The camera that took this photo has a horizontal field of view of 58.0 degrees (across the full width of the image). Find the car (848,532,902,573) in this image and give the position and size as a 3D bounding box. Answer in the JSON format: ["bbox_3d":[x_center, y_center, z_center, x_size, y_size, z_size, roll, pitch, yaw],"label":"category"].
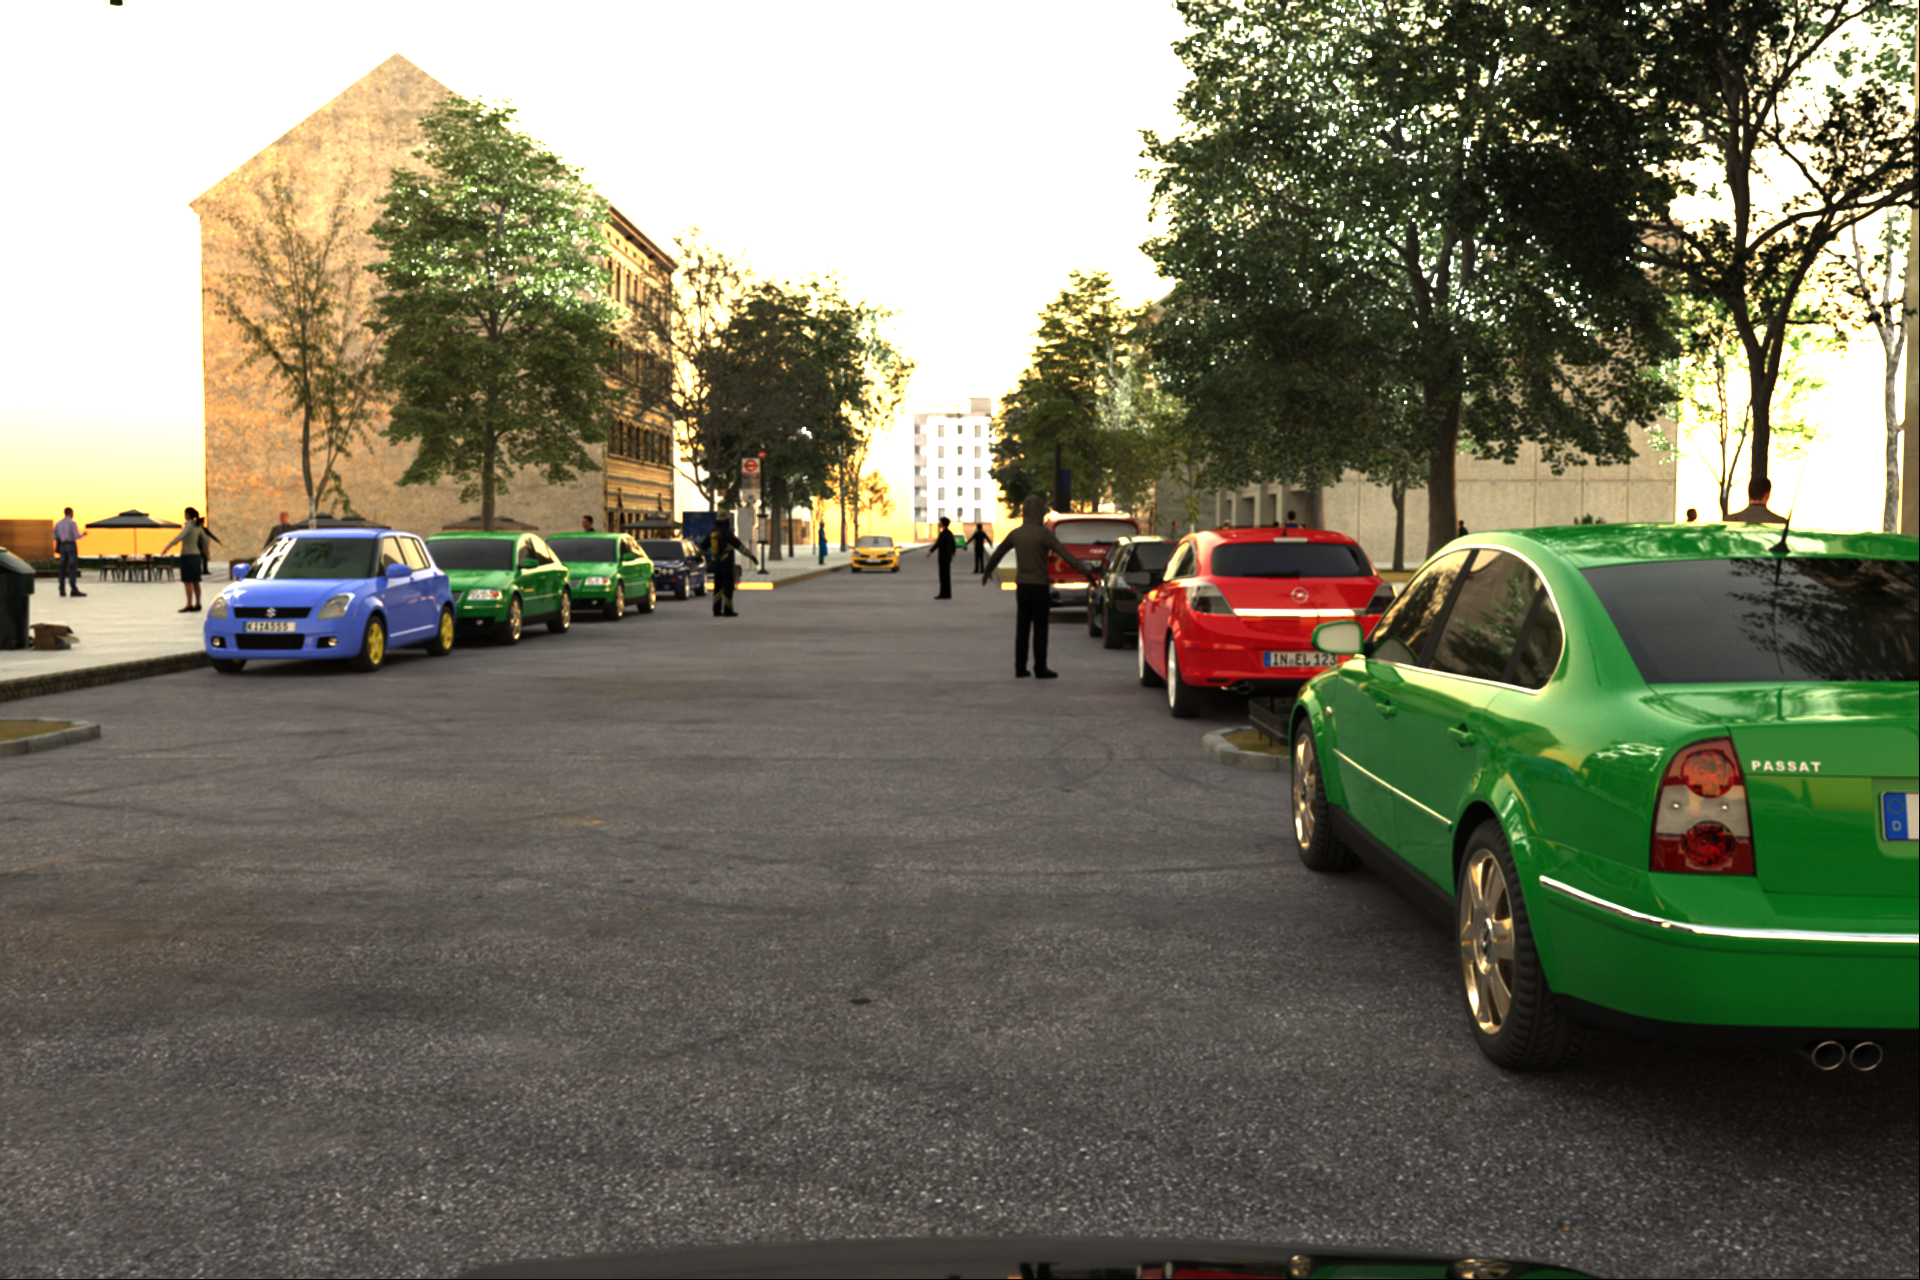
[{"bbox_3d":[-3.179,-3.377,65.432,2.015,1.641,3.980,0,3,0],"label":"car"}]

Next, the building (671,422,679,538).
[{"bbox_3d":[-23.340,-10.664,116.508,9.099,9.664,28.070,0,4,1],"label":"building"}]

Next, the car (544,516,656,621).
[{"bbox_3d":[-6.474,-1.299,30.036,1.959,1.807,4.718,0,4,1],"label":"car"}]

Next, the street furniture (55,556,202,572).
[{"bbox_3d":[-32.229,-2.784,61.150,10.072,0.657,5.734,-2,4,-24],"label":"street furniture"}]

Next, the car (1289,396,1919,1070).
[{"bbox_3d":[2.317,0.172,5.992,1.959,1.807,4.718,0,4,1],"label":"car"}]

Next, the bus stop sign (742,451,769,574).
[{"bbox_3d":[-6.571,-4.098,55.701,0.855,3.939,0.416,0,4,2],"label":"bus stop sign"}]

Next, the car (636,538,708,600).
[{"bbox_3d":[-6.738,-1.600,38.737,1.945,1.354,3.894,0,4,1],"label":"car"}]

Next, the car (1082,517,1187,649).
[{"bbox_3d":[2.645,-0.807,22.985,2.009,1.686,4.222,0,4,0],"label":"car"}]

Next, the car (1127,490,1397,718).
[{"bbox_3d":[2.558,-0.363,14.975,2.155,1.783,4.494,0,4,1],"label":"car"}]

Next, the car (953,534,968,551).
[{"bbox_3d":[-0.272,-8.751,151.877,1.959,1.807,4.718,0,4,-1],"label":"car"}]

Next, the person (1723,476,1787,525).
[{"bbox_3d":[6.626,-0.475,14.334,0.617,1.759,0.750,3,5,43],"label":"person"}]

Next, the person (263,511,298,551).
[{"bbox_3d":[-14.091,-1.808,36.151,0.990,1.755,0.434,0,4,6],"label":"person"}]

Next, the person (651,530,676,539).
[{"bbox_3d":[-12.919,-4.284,75.815,1.354,1.858,0.705,-1,4,-12],"label":"person"}]

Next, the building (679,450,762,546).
[{"bbox_3d":[-25.776,-14.999,187.376,9.099,9.664,28.070,0,4,1],"label":"building"}]

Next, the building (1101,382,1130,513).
[{"bbox_3d":[25.477,-21.908,189.131,19.493,23.208,18.063,0,4,0],"label":"building"}]

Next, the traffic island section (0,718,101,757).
[{"bbox_3d":[-7.051,0.681,11.724,1.991,0.108,1.994,0,4,1],"label":"traffic island section"}]

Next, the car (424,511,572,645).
[{"bbox_3d":[-6.591,-0.913,23.724,1.959,1.807,4.718,0,4,0],"label":"car"}]

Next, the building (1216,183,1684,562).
[{"bbox_3d":[24.580,-13.951,94.562,16.747,18.905,31.486,0,4,1],"label":"building"}]

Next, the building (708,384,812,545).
[{"bbox_3d":[-23.820,-21.414,206.544,16.016,20.090,11.380,0,4,0],"label":"building"}]

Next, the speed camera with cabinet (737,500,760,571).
[{"bbox_3d":[-7.408,-4.056,60.646,0.660,3.252,2.038,0,3,0],"label":"speed camera with cabinet"}]

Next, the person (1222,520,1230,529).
[{"bbox_3d":[10.265,-3.699,66.455,0.705,1.833,1.349,-1,4,-19],"label":"person"}]

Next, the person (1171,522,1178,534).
[{"bbox_3d":[9.173,-4.132,73.823,0.705,1.796,1.348,1,4,15],"label":"person"}]

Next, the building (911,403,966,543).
[{"bbox_3d":[-6.427,-23.487,242.889,11.380,20.090,16.016,1,4,9],"label":"building"}]

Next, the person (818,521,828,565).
[{"bbox_3d":[-5.656,-3.988,71.337,0.704,1.817,1.347,-1,4,-16],"label":"person"}]

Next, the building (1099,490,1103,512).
[{"bbox_3d":[22.501,-16.568,213.038,9.099,9.664,28.070,0,4,1],"label":"building"}]

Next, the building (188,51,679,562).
[{"bbox_3d":[-25.525,-15.753,88.483,19.493,23.208,18.063,0,4,1],"label":"building"}]

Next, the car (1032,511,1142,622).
[{"bbox_3d":[2.133,-1.297,29.872,2.281,1.827,5.304,0,4,-1],"label":"car"}]

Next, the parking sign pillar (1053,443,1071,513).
[{"bbox_3d":[3.047,-3.899,52.221,1.447,3.967,1.447,0,4,-1],"label":"parking sign pillar"}]

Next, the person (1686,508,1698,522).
[{"bbox_3d":[14.727,-1.753,34.846,0.705,1.807,1.348,2,4,33],"label":"person"}]

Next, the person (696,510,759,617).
[{"bbox_3d":[-4.107,-1.341,30.166,1.354,1.856,0.705,2,4,31],"label":"person"}]

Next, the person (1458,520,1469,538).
[{"bbox_3d":[18.980,-3.638,65.706,1.346,1.802,0.704,-3,4,-38],"label":"person"}]

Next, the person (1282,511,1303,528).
[{"bbox_3d":[7.493,-2.022,39.222,1.345,1.807,0.704,0,4,2],"label":"person"}]

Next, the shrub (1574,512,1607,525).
[{"bbox_3d":[21.274,-3.311,58.550,1.690,2.028,1.600,0,3,0],"label":"shrub"}]

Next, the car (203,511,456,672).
[{"bbox_3d":[-6.879,-0.582,19.103,1.945,1.707,3.694,0,4,1],"label":"car"}]

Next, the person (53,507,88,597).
[{"bbox_3d":[-18.245,-1.818,35.634,0.709,1.838,0.599,1,4,14],"label":"person"}]

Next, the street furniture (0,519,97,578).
[{"bbox_3d":[-30.575,-2.609,49.519,11.010,1.723,9.812,2,4,34],"label":"street furniture"}]

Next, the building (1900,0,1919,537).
[{"bbox_3d":[27.008,-12.939,14.758,19.351,26.588,34.151,0,4,1],"label":"building"}]

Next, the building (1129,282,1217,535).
[{"bbox_3d":[22.342,-17.920,123.924,19.493,23.208,18.063,0,4,0],"label":"building"}]

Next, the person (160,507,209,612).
[{"bbox_3d":[-12.741,-1.327,28.530,0.721,1.735,1.217,1,4,9],"label":"person"}]
